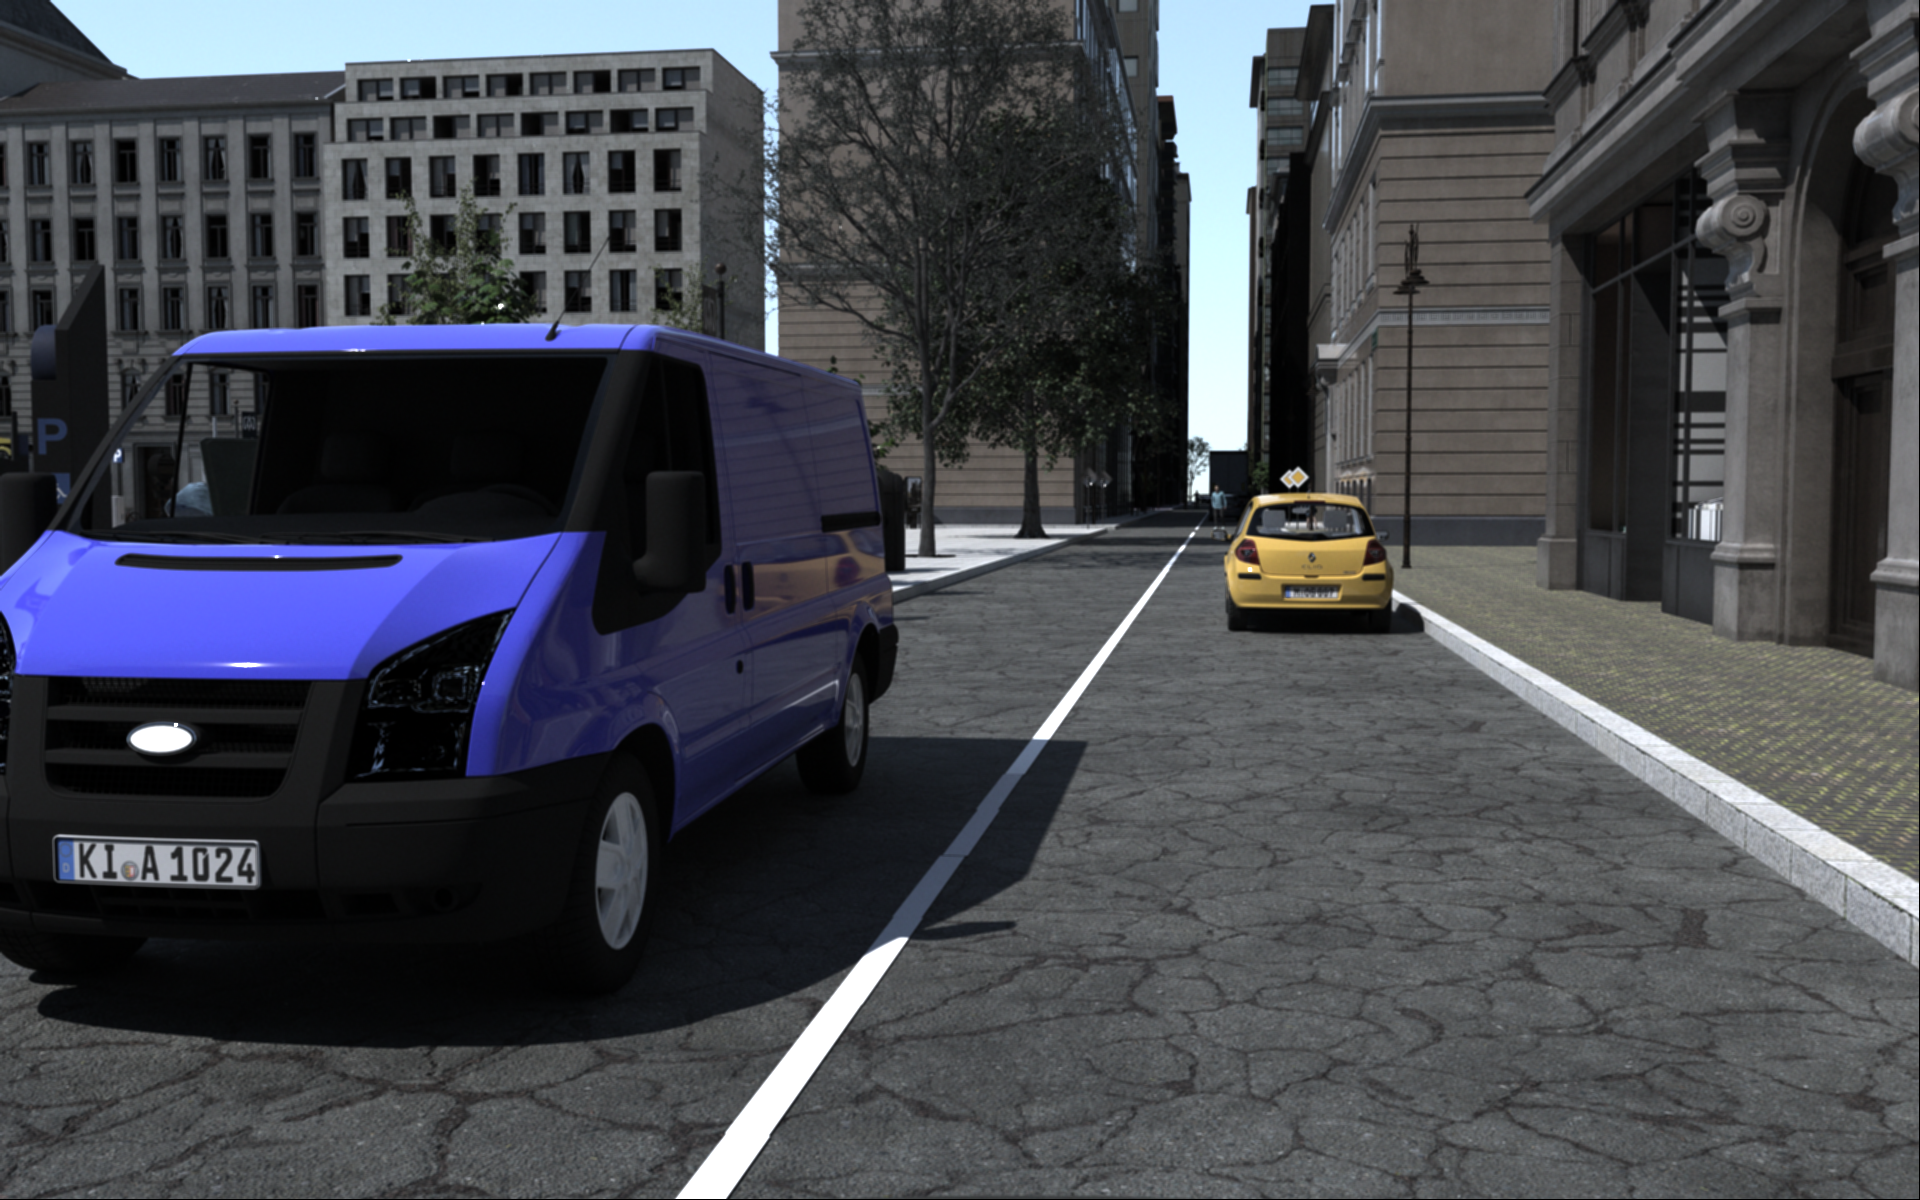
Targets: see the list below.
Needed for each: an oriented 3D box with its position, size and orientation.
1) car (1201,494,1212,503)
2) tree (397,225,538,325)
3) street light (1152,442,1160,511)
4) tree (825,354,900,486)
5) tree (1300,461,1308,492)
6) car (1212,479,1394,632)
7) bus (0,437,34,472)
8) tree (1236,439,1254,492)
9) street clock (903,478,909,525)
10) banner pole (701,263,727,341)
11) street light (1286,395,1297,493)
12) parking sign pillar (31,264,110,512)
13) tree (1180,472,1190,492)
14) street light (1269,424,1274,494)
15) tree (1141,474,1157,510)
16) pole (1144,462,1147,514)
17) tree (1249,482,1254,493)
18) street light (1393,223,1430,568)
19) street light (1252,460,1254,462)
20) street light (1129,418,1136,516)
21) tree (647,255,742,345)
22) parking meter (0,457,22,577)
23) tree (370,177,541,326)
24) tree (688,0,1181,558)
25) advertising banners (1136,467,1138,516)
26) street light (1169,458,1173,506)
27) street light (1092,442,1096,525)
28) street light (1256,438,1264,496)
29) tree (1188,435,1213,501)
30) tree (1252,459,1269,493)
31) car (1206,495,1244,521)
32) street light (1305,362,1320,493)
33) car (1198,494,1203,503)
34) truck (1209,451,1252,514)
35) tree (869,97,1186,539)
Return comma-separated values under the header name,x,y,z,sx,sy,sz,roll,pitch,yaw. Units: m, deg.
name,x,y,z,sx,sy,sz,roll,pitch,yaw
car,37.715,-15.465,264.653,2.131,1.459,4.920,0,4,7
tree,-3.323,-1.094,12.494,1.663,3.219,1.824,0,3,0
street light,15.058,-9.897,134.600,0.468,5.910,1.993,1,4,9
tree,-1.655,-1.795,23.949,1.663,3.219,1.824,0,3,0
tree,17.709,-5.656,87.074,1.663,3.219,1.824,0,3,0
car,3.846,-0.566,19.482,2.015,1.641,3.980,1,4,8
bus,-45.169,-5.105,75.015,12.252,3.916,2.896,0,4,8
tree,39.043,-17.299,233.204,4.737,8.622,4.395,0,3,0
street clock,-2.103,-4.107,71.718,0.358,2.002,0.471,-3,5,-44
banner pole,-2.630,-1.749,18.615,0.401,3.779,0.863,1,4,10
street light,15.450,-6.613,80.910,0.468,5.910,1.993,1,4,9
parking sign pillar,-10.141,-1.915,19.782,1.447,3.967,1.447,-1,4,-9
tree,27.767,-14.600,222.425,4.285,4.588,4.351,0,3,0
street light,20.254,-8.531,112.275,0.468,5.910,1.993,1,4,9
tree,15.566,-9.109,143.539,1.663,3.219,1.824,0,3,0
pole,11.934,-7.205,111.644,0.158,3.312,0.155,0,3,0
tree,38.966,-14.293,228.284,1.663,3.219,1.824,0,3,0
street light,7.730,-3.488,29.810,0.468,5.910,1.993,1,4,9
street light,27.014,-11.274,157.123,0.468,5.910,1.993,1,4,9
street light,10.271,-7.980,103.262,0.468,5.910,1.993,1,4,9
tree,-8.635,-6.324,53.752,4.737,8.622,4.395,0,3,0
parking meter,-14.836,-1.303,27.012,0.255,1.863,0.399,2,4,32
tree,-12.024,-5.535,40.864,4.737,8.622,4.395,0,3,0
tree,-0.523,-7.610,34.790,12.009,13.543,11.850,0,3,0
advertising banners,10.221,-6.334,99.752,0.090,3.025,2.074,0,4,6
street light,21.817,-12.629,179.264,0.468,5.910,1.993,1,4,9
street light,5.589,-6.079,72.174,0.468,5.910,1.993,1,4,9
street light,24.961,-10.443,143.533,0.468,5.910,1.993,1,4,9
tree,40.511,-23.082,303.138,9.928,11.665,9.643,0,3,0
tree,26.362,-9.970,146.727,4.285,4.588,4.351,0,3,0
car,14.206,-4.936,92.704,2.014,1.417,4.499,0,4,7
street light,12.393,-5.389,60.901,0.468,5.910,1.993,1,4,9
car,39.375,-16.393,279.821,2.131,1.459,4.920,0,4,8
truck,18.266,-7.845,117.171,2.839,4.237,11.283,1,4,10
tree,1.972,-8.126,49.860,9.611,12.733,9.660,0,3,0
